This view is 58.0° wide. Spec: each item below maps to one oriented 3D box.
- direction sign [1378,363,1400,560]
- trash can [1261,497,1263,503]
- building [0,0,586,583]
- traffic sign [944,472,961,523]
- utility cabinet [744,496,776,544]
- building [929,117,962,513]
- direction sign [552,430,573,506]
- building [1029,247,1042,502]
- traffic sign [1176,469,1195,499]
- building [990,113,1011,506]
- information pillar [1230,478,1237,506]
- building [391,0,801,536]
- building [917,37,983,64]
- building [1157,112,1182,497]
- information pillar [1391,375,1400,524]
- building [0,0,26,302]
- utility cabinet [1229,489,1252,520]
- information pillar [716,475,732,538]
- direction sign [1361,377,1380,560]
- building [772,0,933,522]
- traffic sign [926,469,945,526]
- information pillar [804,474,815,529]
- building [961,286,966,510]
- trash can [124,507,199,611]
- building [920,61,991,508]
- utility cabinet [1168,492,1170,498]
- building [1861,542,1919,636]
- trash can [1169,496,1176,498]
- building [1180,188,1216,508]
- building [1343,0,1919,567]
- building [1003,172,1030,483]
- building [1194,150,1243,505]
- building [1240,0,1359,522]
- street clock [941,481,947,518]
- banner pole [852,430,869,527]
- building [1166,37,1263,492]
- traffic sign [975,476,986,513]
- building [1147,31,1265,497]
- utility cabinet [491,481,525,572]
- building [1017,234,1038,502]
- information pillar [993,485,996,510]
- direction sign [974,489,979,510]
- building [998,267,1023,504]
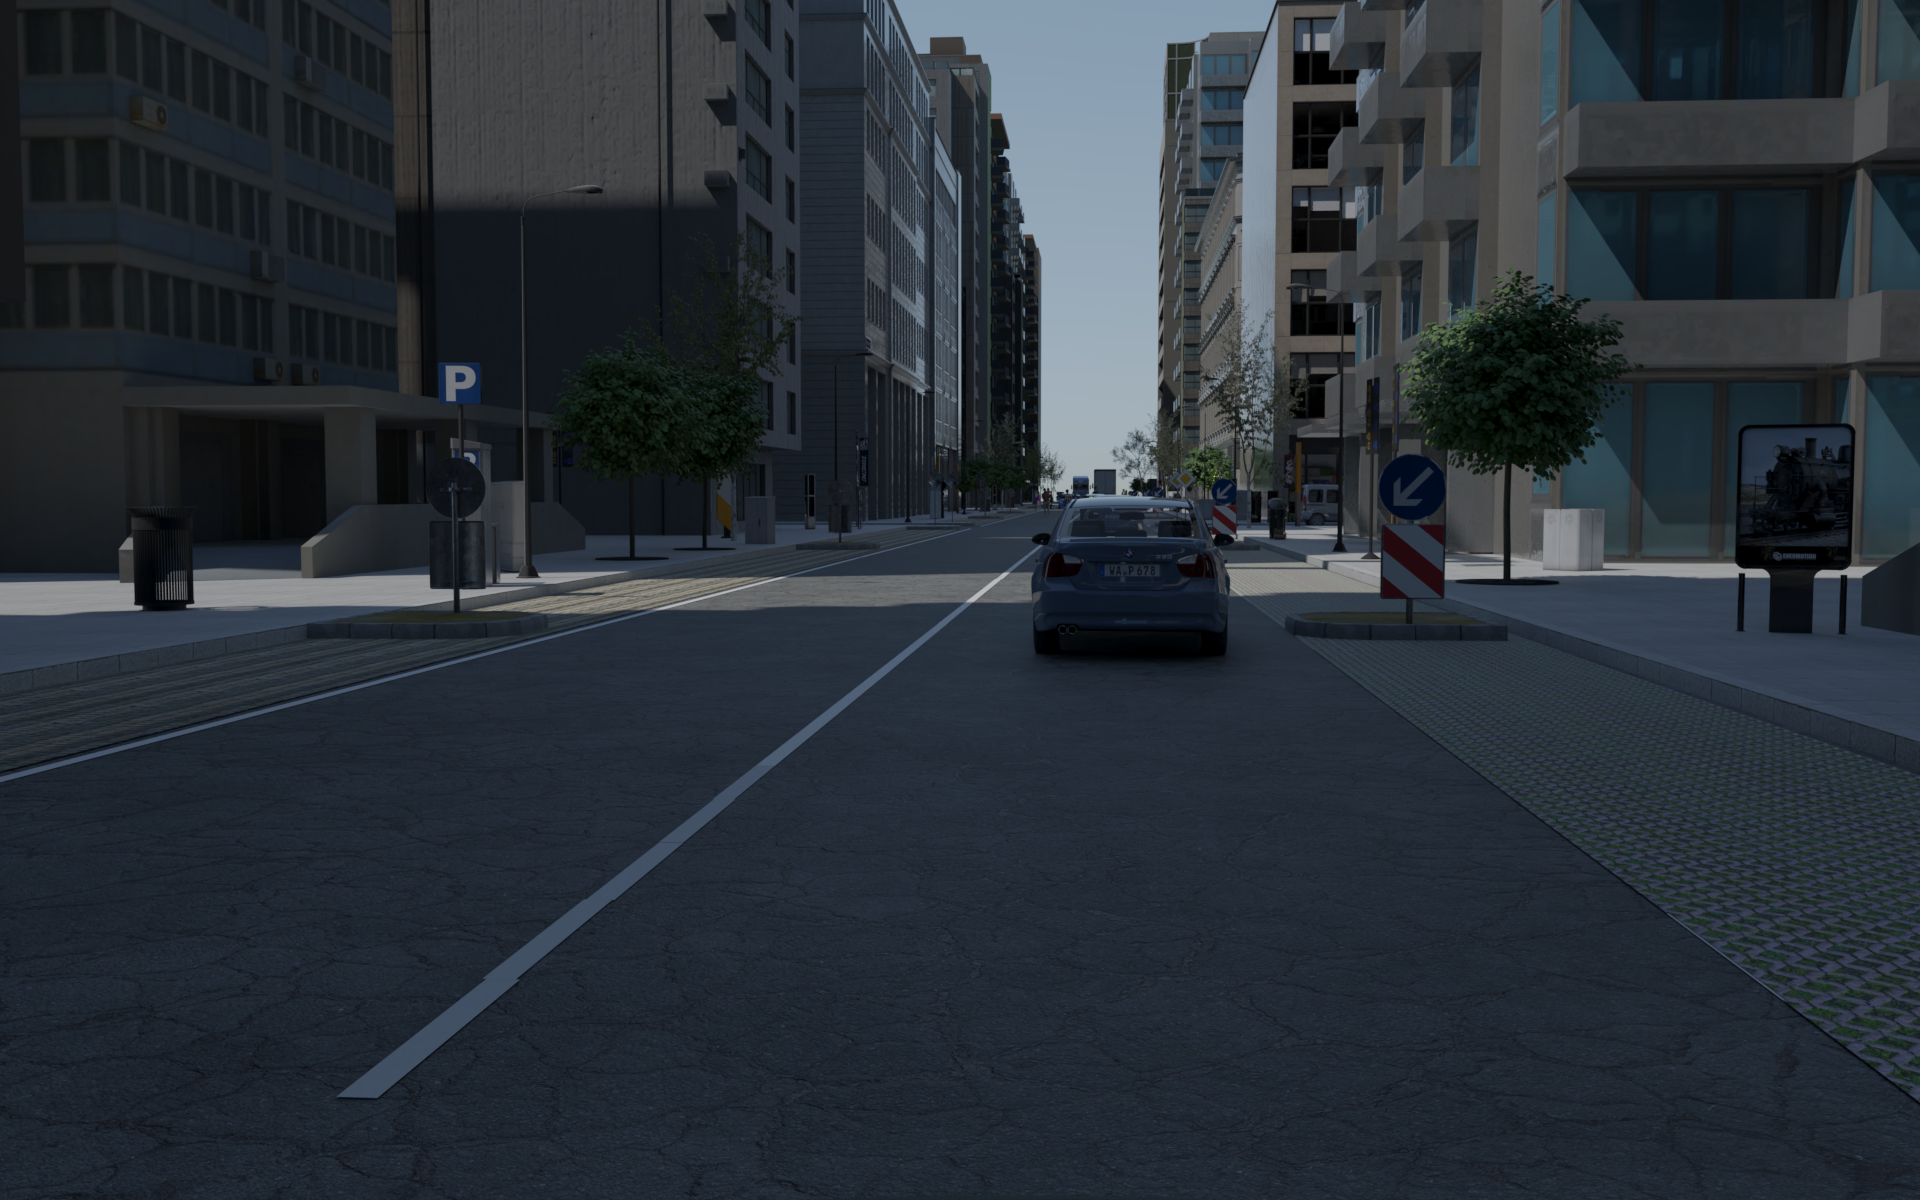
[{"bbox_3d":[7.630,-2.348,30.385,0.379,3.537,0.876,1,4,9],"label":"direction sign"},{"bbox_3d":[13.474,-4.130,79.174,0.748,1.137,0.748,0,3,0],"label":"trash can"},{"bbox_3d":[-25.293,-20.881,33.284,32.217,40.220,23.993,0,4,5],"label":"building"},{"bbox_3d":[-0.338,-4.547,77.986,0.795,2.450,0.064,0,4,5],"label":"traffic sign"},{"bbox_3d":[-5.151,-2.043,44.563,0.306,1.237,1.020,-3,5,-40],"label":"utility cabinet"},{"bbox_3d":[-6.735,-18.431,119.361,12.078,24.808,19.932,0,4,5],"label":"building"},{"bbox_3d":[-11.534,-3.543,49.932,0.379,3.537,0.876,3,5,43],"label":"direction sign"},{"bbox_3d":[7.127,-40.025,304.526,14.600,45.320,14.200,0,4,5],"label":"building"},{"bbox_3d":[9.004,-4.008,69.174,0.795,2.450,0.064,0,4,5],"label":"traffic sign"},{"bbox_3d":[-5.729,-33.136,196.402,22.147,44.769,28.867,0,4,5],"label":"building"},{"bbox_3d":[12.770,-4.667,80.801,0.304,2.012,0.304,1,4,12],"label":"information pillar"},{"bbox_3d":[-13.075,-17.626,59.885,14.107,30.474,14.160,0,4,5],"label":"building"},{"bbox_3d":[-4.304,-32.085,174.698,14.600,45.320,14.200,0,4,5],"label":"building"},{"bbox_3d":[35.440,-36.049,213.096,21.300,48.544,21.600,0,4,5],"label":"building"},{"bbox_3d":[8.527,-2.602,33.904,0.183,3.616,0.504,1,4,18],"label":"information pillar"},{"bbox_3d":[-14.361,-21.710,5.078,14.600,45.320,14.200,0,4,5],"label":"building"},{"bbox_3d":[13.554,-4.591,83.741,0.318,1.500,1.173,-3,5,-44],"label":"utility cabinet"},{"bbox_3d":[-6.819,-3.593,50.105,0.504,3.616,0.183,-3,4,-38],"label":"information pillar"},{"bbox_3d":[8.076,-2.567,33.960,0.379,3.537,0.876,0,4,-1],"label":"direction sign"},{"bbox_3d":[-8.512,-19.385,94.443,11.434,29.767,29.804,0,4,5],"label":"building"},{"bbox_3d":[-1.003,-4.060,70.028,0.795,2.450,0.064,0,4,5],"label":"traffic sign"},{"bbox_3d":[-5.458,-3.579,63.002,0.304,2.012,0.304,-2,4,-30],"label":"information pillar"},{"bbox_3d":[-6.273,-18.848,137.838,12.332,23.373,15.834,0,4,5],"label":"building"},{"bbox_3d":[-8.816,-0.459,19.163,0.748,1.137,0.748,0,3,0],"label":"trash can"},{"bbox_3d":[-4.561,-29.157,160.311,14.154,41.232,14.086,0,4,5],"label":"building"},{"bbox_3d":[18.640,-8.684,150.654,1.173,1.500,0.318,2,4,29],"label":"utility cabinet"},{"bbox_3d":[24.252,-19.298,7.411,32.217,40.220,23.993,0,4,5],"label":"building"},{"bbox_3d":[16.024,-7.251,130.201,0.748,1.137,0.748,0,3,0],"label":"trash can"},{"bbox_3d":[28.103,-24.075,165.335,14.160,30.474,14.107,0,4,5],"label":"building"},{"bbox_3d":[21.515,-25.874,42.650,23.786,49.044,30.456,0,4,5],"label":"building"},{"bbox_3d":[-1.990,-38.794,253.894,23.786,49.044,30.456,0,4,5],"label":"building"},{"bbox_3d":[26.995,-21.537,128.544,17.030,29.872,44.131,0,4,5],"label":"building"},{"bbox_3d":[31.890,-17.204,85.802,34.151,26.468,19.350,0,4,5],"label":"building"},{"bbox_3d":[-0.959,-5.292,91.097,0.471,2.002,0.358,-3,5,-39],"label":"street clock"},{"bbox_3d":[-3.857,-4.743,67.558,0.863,3.779,0.401,3,5,40],"label":"banner pole"},{"bbox_3d":[34.592,-34.675,186.545,23.786,49.044,30.456,0,4,5],"label":"building"},{"bbox_3d":[1.402,-7.321,119.810,0.768,2.556,0.104,1,4,10],"label":"traffic sign"},{"bbox_3d":[40.325,-51.107,273.852,20.563,71.187,20.611,0,4,5],"label":"building"},{"bbox_3d":[-7.479,-1.227,28.740,0.318,1.500,1.173,-2,4,-33],"label":"utility cabinet"},{"bbox_3d":[1.342,-38.461,283.456,22.147,44.769,28.867,0,4,5],"label":"building"},{"bbox_3d":[2.758,-8.185,138.313,0.304,2.012,0.304,0,3,0],"label":"information pillar"},{"bbox_3d":[1.365,-9.231,142.915,0.876,3.537,0.379,-1,4,-12],"label":"direction sign"},{"bbox_3d":[0.564,-27.287,217.836,14.160,30.474,14.107,0,4,5],"label":"building"}]
